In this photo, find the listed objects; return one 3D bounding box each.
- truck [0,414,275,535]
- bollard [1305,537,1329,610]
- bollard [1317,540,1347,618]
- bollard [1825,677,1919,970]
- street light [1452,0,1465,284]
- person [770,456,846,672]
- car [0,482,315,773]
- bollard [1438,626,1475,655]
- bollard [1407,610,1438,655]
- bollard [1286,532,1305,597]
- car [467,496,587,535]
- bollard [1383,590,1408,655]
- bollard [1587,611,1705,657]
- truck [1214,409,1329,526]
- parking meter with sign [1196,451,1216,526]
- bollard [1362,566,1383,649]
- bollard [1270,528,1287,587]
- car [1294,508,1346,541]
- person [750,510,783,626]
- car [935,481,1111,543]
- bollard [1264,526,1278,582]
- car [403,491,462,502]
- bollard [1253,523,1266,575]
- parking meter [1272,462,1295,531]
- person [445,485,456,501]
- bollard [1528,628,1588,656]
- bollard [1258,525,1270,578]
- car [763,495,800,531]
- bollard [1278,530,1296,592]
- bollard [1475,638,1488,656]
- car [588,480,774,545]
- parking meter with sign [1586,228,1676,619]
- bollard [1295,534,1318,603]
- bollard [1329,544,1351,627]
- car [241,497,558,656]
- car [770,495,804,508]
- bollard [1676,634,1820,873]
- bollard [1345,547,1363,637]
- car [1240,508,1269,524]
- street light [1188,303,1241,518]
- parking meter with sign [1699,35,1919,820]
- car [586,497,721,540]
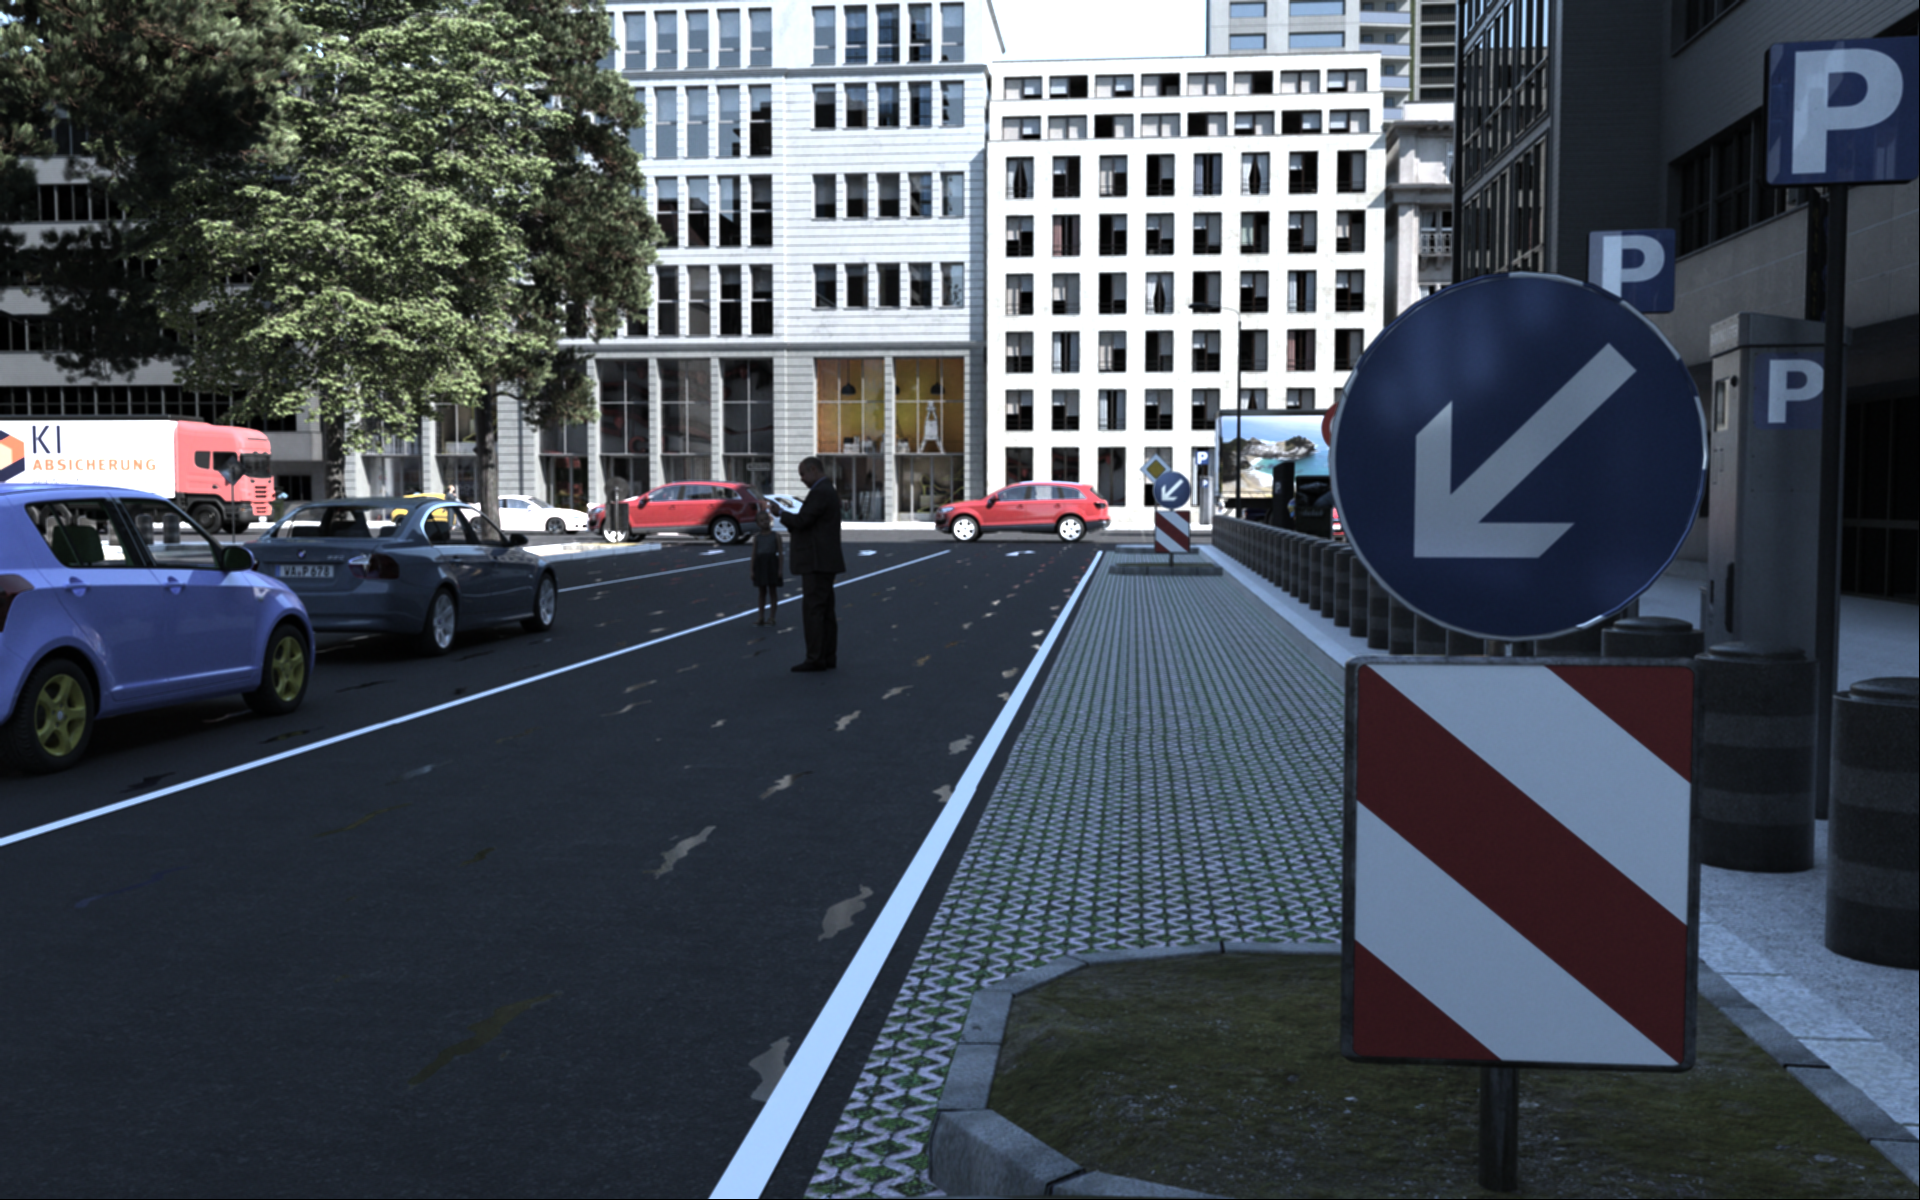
[{"bbox_3d":[-29.911,-4.486,62.265,11.283,4.237,2.839,0,4,4],"label":"truck"},{"bbox_3d":[4.086,-0.276,19.236,0.404,0.777,0.398,0,3,0],"label":"bollard"},{"bbox_3d":[3.966,-0.202,18.026,0.404,0.777,0.398,0,3,0],"label":"bollard"},{"bbox_3d":[2.642,0.605,4.828,0.404,0.777,0.398,0,3,0],"label":"bollard"},{"bbox_3d":[3.629,-2.572,14.590,1.470,5.913,1.316,0,4,6],"label":"street light"},{"bbox_3d":[-1.239,-0.306,14.190,0.600,1.739,0.565,-2,4,-23],"label":"person"},{"bbox_3d":[-5.308,-0.040,10.250,1.945,1.707,3.694,0,4,6],"label":"car"},{"bbox_3d":[3.247,0.238,10.822,0.404,0.777,0.398,0,3,0],"label":"bollard"},{"bbox_3d":[3.363,0.164,12.028,0.404,0.777,0.398,0,3,0],"label":"bollard"},{"bbox_3d":[4.326,-0.423,21.628,0.404,0.777,0.398,0,3,0],"label":"bollard"},{"bbox_3d":[-15.584,-3.032,61.942,4.827,1.381,2.083,0,4,6],"label":"car"},{"bbox_3d":[3.486,0.091,13.234,0.404,0.777,0.398,0,3,0],"label":"bollard"},{"bbox_3d":[2.884,0.458,7.231,0.404,0.777,0.398,0,3,0],"label":"bollard"},{"bbox_3d":[14.258,-4.228,58.049,11.283,4.237,2.839,0,4,5],"label":"truck"},{"bbox_3d":[10.146,-4.583,71.188,0.543,3.016,1.738,1,4,21],"label":"parking meter with sign"},{"bbox_3d":[3.605,0.018,14.430,0.404,0.777,0.398,0,3,0],"label":"bollard"},{"bbox_3d":[4.563,-0.570,24.038,0.404,0.777,0.398,0,3,0],"label":"bollard"},{"bbox_3d":[10.773,-2.614,51.786,2.155,1.783,4.494,0,4,4],"label":"car"},{"bbox_3d":[-2.103,-0.348,18.866,0.362,1.253,0.373,1,4,14],"label":"person"},{"bbox_3d":[1.880,-2.653,52.043,5.304,1.827,2.281,0,4,7],"label":"car"},{"bbox_3d":[4.691,-0.643,25.233,0.404,0.777,0.398,0,3,0],"label":"bollard"},{"bbox_3d":[-21.180,-3.709,70.868,3.980,1.641,2.015,0,4,4],"label":"car"},{"bbox_3d":[4.928,-0.789,27.624,0.404,0.777,0.398,0,3,0],"label":"bollard"},{"bbox_3d":[5.894,-1.583,31.594,0.255,1.863,0.399,-1,4,-22],"label":"parking meter"},{"bbox_3d":[-20.002,-3.605,67.862,0.534,1.772,0.576,0,4,-1],"label":"person"},{"bbox_3d":[3.001,0.385,8.427,0.404,0.777,0.398,0,3,0],"label":"bollard"},{"bbox_3d":[4.809,-0.716,26.429,0.404,0.777,0.398,0,3,0],"label":"bollard"},{"bbox_3d":[-6.593,-2.926,59.849,4.499,1.417,2.014,0,4,6],"label":"car"},{"bbox_3d":[4.446,-0.496,22.825,0.404,0.777,0.398,0,3,0],"label":"bollard"},{"bbox_3d":[3.122,0.311,9.627,0.404,0.777,0.398,0,3,0],"label":"bollard"},{"bbox_3d":[-8.004,-2.506,49.653,5.304,1.827,2.281,0,4,5],"label":"car"},{"bbox_3d":[4.615,-0.983,12.330,0.543,3.016,1.738,1,4,13],"label":"parking meter with sign"},{"bbox_3d":[4.203,-0.350,20.432,0.404,0.777,0.398,0,3,0],"label":"bollard"},{"bbox_3d":[3.842,-0.129,16.831,0.404,0.777,0.398,0,3,0],"label":"bollard"},{"bbox_3d":[-5.300,-0.284,16.647,2.014,1.417,4.499,0,4,5],"label":"car"},{"bbox_3d":[-7.688,-3.453,68.462,4.499,1.417,2.014,0,4,5],"label":"car"},{"bbox_3d":[2.765,0.531,6.033,0.404,0.777,0.398,0,3,0],"label":"bollard"},{"bbox_3d":[3.727,-0.056,15.635,0.404,0.777,0.398,0,3,0],"label":"bollard"},{"bbox_3d":[11.883,-2.969,61.124,3.894,1.354,1.945,0,4,4],"label":"car"},{"bbox_3d":[6.258,-4.265,42.273,1.470,5.913,1.316,0,4,6],"label":"street light"},{"bbox_3d":[3.579,-0.691,7.559,0.543,3.016,1.738,1,4,13],"label":"parking meter with sign"},{"bbox_3d":[-9.362,-2.584,54.616,4.827,1.381,2.083,0,4,6],"label":"car"}]
